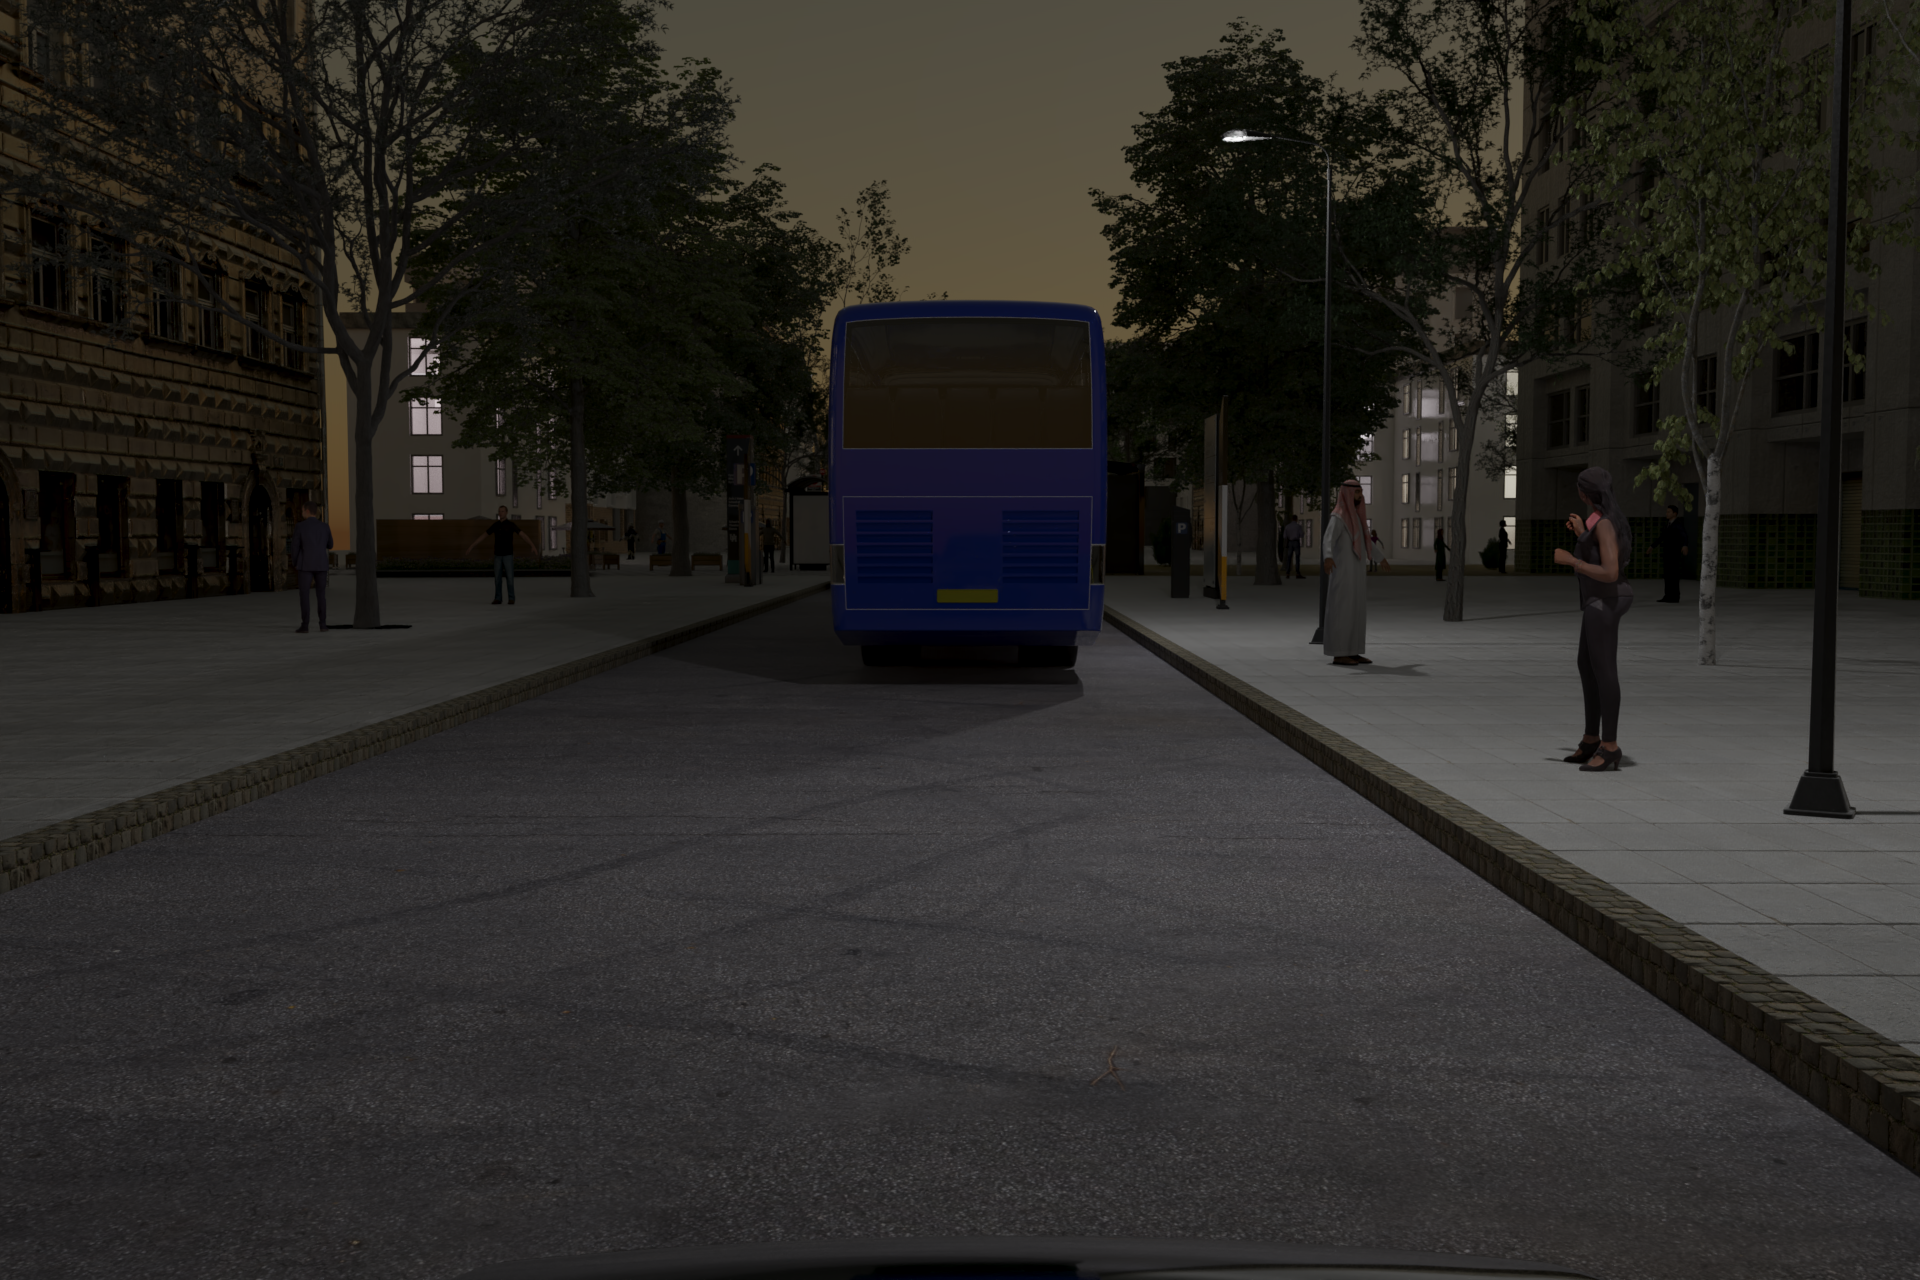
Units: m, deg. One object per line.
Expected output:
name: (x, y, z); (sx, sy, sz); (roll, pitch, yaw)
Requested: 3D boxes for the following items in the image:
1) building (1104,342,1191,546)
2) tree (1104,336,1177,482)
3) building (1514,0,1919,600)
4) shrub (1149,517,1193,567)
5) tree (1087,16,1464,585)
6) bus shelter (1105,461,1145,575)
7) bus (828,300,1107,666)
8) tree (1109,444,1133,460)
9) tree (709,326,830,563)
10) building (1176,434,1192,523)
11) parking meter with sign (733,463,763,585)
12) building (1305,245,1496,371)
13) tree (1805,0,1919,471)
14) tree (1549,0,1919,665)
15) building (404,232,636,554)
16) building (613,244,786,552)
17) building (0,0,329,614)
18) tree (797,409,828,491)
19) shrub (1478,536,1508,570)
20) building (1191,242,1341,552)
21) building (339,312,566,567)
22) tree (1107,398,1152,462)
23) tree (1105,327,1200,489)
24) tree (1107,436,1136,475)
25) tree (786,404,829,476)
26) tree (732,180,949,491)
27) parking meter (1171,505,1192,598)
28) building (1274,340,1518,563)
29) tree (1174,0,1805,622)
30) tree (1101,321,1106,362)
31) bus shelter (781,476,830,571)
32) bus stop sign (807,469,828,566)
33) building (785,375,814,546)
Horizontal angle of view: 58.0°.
building: (27.669, -21.827, 200.850); (27.936, 21.610, 32.646); (0, 4, 1)
tree: (7.684, -9.872, 87.162); (9.928, 11.665, 9.643); (0, 3, 0)
building: (26.693, -10.695, 41.321); (16.747, 18.905, 31.486); (0, 4, 0)
shrub: (8.278, -3.904, 67.864); (1.661, 2.075, 1.752); (0, 3, 0)
tree: (7.751, -8.356, 43.282); (9.857, 13.997, 8.962); (0, 3, 0)
bus shelter: (4.977, -4.036, 57.266); (1.731, 3.624, 6.357); (0, 4, -1)
bus: (0.133, -1.843, 21.677); (2.896, 3.916, 12.251); (0, 4, 1)
tree: (7.588, -12.862, 120.656); (12.009, 13.543, 11.850); (0, 3, 0)
tree: (-7.552, -8.697, 76.615); (7.601, 10.594, 8.767); (-1, 4, -18)
building: (27.893, -19.877, 181.408); (16.016, 20.090, 11.380); (0, 4, 0)
parking meter with sign: (-5.265, -2.886, 43.442); (0.543, 3.016, 1.738); (0, 4, 2)
building: (26.831, -16.046, 118.775); (16.016, 20.090, 11.380); (0, 4, 1)
tree: (6.251, -3.667, 10.325); (4.360, 8.622, 3.978); (0, 3, 0)
tree: (7.552, -4.065, 16.819); (4.737, 8.622, 4.395); (0, 3, 0)
building: (-27.054, -15.183, 104.670); (16.016, 20.090, 11.380); (0, 3, 0)
building: (-23.508, -18.364, 131.179); (19.493, 23.208, 18.063); (0, 4, 1)
building: (-24.406, -12.283, 31.750); (19.493, 23.208, 18.063); (0, 4, 0)
tree: (-6.639, -10.710, 109.521); (7.601, 10.594, 8.767); (-1, 4, -21)
shrub: (19.040, -3.101, 61.815); (1.383, 1.207, 1.383); (0, 3, 0)
building: (27.917, -18.317, 130.418); (19.493, 23.208, 18.063); (0, 4, 1)
building: (-22.575, -8.411, 79.674); (9.099, 9.664, 28.070); (0, 4, 0)
tree: (7.978, -10.549, 106.892); (8.767, 10.594, 7.601); (1, 4, 13)
tree: (7.789, -8.636, 75.604); (7.601, 10.594, 8.767); (-3, 4, -37)
tree: (8.164, -8.978, 97.151); (4.737, 8.622, 4.395); (0, 3, 0)
tree: (-7.629, -13.133, 125.094); (12.009, 13.543, 11.850); (0, 3, 0)
tree: (-6.690, -14.490, 92.803); (12.611, 20.169, 13.585); (0, 3, 0)
parking meter: (4.435, -1.771, 34.675); (0.399, 1.863, 0.255); (0, 4, 1)
building: (23.002, -8.995, 89.211); (9.099, 9.664, 28.070); (0, 4, 0)
tree: (7.134, -5.529, 24.810); (8.767, 10.594, 7.601); (1, 4, 15)
tree: (9.768, -18.214, 153.679); (12.611, 20.169, 13.585); (0, 3, 0)
bus shelter: (-5.172, -4.224, 62.982); (2.014, 3.302, 5.546); (0, 4, 1)
bus stop sign: (-5.808, -5.008, 70.577); (0.855, 3.939, 0.416); (0, 4, 0)
building: (-22.182, -20.402, 189.994); (16.016, 20.090, 11.380); (0, 4, 0)
